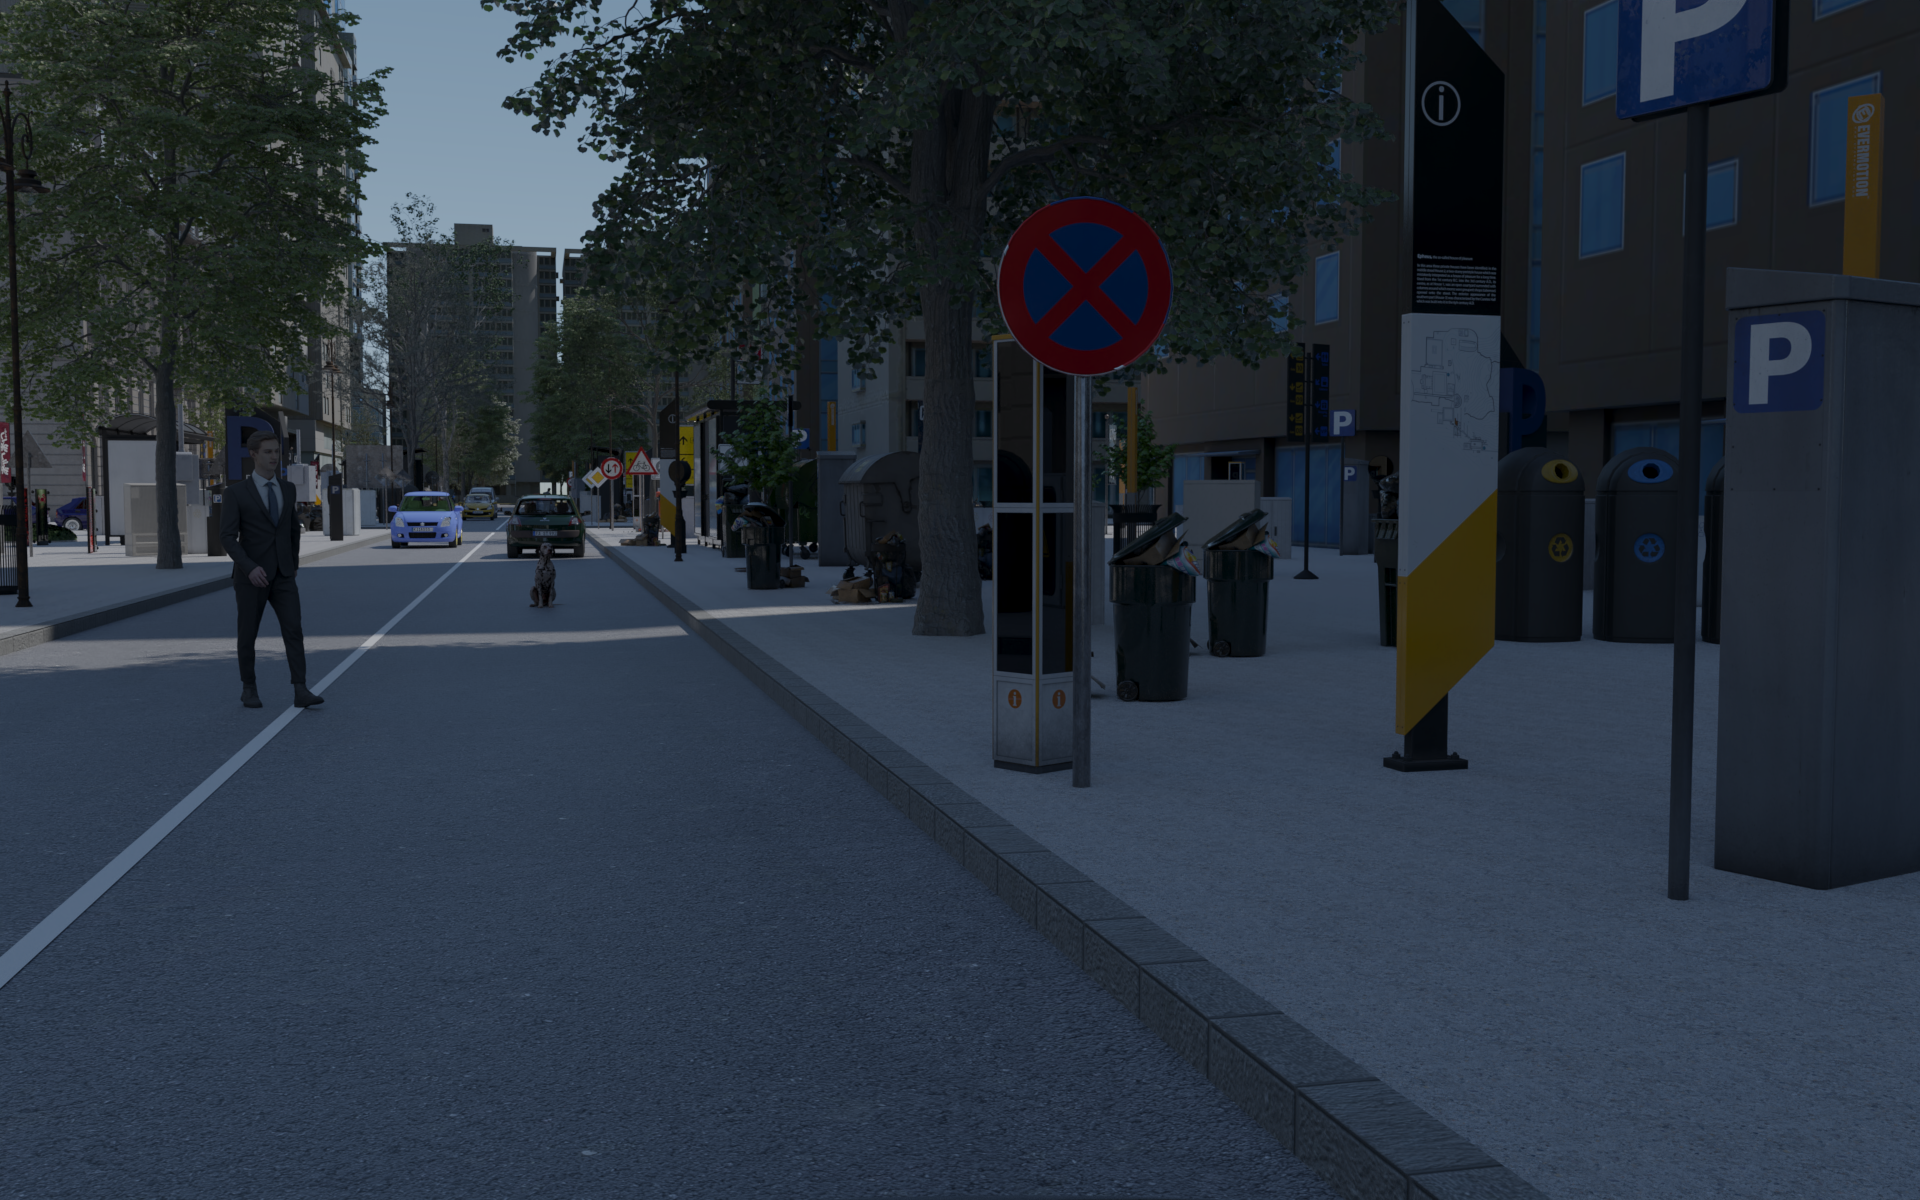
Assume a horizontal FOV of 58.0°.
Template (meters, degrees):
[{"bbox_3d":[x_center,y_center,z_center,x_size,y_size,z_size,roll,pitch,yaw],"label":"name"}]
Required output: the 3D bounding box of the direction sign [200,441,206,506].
[{"bbox_3d":[-32.322,-5.016,74.003,0.379,3.537,0.876,-1,4,-12],"label":"direction sign"}]

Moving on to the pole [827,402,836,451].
[{"bbox_3d":[-2.836,-2.722,38.340,0.158,3.312,0.155,0,3,0],"label":"pole"}]

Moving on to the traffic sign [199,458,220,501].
[{"bbox_3d":[-21.370,-2.886,49.319,0.606,2.300,0.079,-1,4,-11],"label":"traffic sign"}]

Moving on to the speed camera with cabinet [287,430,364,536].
[{"bbox_3d":[-19.601,-3.611,53.374,2.038,3.252,0.660,0,4,1],"label":"speed camera with cabinet"}]

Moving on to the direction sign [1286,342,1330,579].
[{"bbox_3d":[5.233,-2.085,26.084,0.876,3.537,0.379,-2,4,-35],"label":"direction sign"}]

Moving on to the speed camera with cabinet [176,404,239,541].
[{"bbox_3d":[-16.732,-2.713,38.697,2.038,3.252,0.660,-3,5,-43],"label":"speed camera with cabinet"}]

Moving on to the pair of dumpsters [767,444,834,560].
[{"bbox_3d":[-3.108,-2.037,35.793,1.574,2.255,4.437,-1,4,-14],"label":"pair of dumpsters"}]

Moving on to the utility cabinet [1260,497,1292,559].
[{"bbox_3d":[6.013,-1.408,34.190,1.020,1.237,0.306,0,4,-1],"label":"utility cabinet"}]

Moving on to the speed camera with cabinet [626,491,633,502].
[{"bbox_3d":[-18.890,-6.542,101.291,0.660,3.252,2.038,-2,4,-32],"label":"speed camera with cabinet"}]

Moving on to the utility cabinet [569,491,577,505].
[{"bbox_3d":[-28.317,-7.305,128.108,1.173,1.500,0.318,2,4,24],"label":"utility cabinet"}]

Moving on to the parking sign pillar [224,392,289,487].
[{"bbox_3d":[-17.713,-3.362,43.444,1.447,3.967,1.447,-1,4,-18],"label":"parking sign pillar"}]

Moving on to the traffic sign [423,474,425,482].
[{"bbox_3d":[-31.356,-6.128,100.291,0.768,2.556,0.104,-1,4,-12],"label":"traffic sign"}]

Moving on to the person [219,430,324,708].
[{"bbox_3d":[-4.579,-0.201,11.562,0.755,1.850,0.659,3,5,40],"label":"person"}]

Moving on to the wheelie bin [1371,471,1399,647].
[{"bbox_3d":[3.844,-0.398,14.422,0.693,1.594,0.980,-1,4,-14],"label":"wheelie bin"}]

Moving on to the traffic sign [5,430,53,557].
[{"bbox_3d":[-18.939,-2.156,35.249,0.884,2.594,0.081,-1,4,-10],"label":"traffic sign"}]

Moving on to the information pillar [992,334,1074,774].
[{"bbox_3d":[0.358,-0.218,8.058,0.304,2.012,0.304,-3,5,-43],"label":"information pillar"}]

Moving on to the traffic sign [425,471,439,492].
[{"bbox_3d":[-28.990,-5.814,95.164,0.768,2.556,0.104,-1,4,-8],"label":"traffic sign"}]

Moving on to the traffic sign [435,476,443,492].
[{"bbox_3d":[-36.945,-7.496,122.667,0.768,2.556,0.104,0,4,-7],"label":"traffic sign"}]

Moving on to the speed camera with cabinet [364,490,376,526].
[{"bbox_3d":[-24.479,-4.586,69.315,2.038,3.252,0.660,-3,5,-44],"label":"speed camera with cabinet"}]

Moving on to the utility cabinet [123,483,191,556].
[{"bbox_3d":[-16.522,-1.647,35.604,0.318,1.500,1.173,3,4,37],"label":"utility cabinet"}]

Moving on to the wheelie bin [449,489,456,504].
[{"bbox_3d":[-34.703,-6.675,117.046,0.980,1.594,0.693,3,4,37],"label":"wheelie bin"}]

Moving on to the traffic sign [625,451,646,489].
[{"bbox_3d":[-14.779,-5.416,82.427,2.265,3.308,0.079,-1,4,-9],"label":"traffic sign"}]

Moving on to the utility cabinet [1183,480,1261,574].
[{"bbox_3d":[4.126,-1.139,27.303,1.173,1.500,0.318,2,4,28],"label":"utility cabinet"}]

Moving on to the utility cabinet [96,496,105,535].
[{"bbox_3d":[-26.864,-2.625,54.076,1.020,1.237,0.306,3,5,40],"label":"utility cabinet"}]

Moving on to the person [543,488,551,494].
[{"bbox_3d":[-24.186,-5.671,101.406,0.592,1.802,0.473,1,4,9],"label":"person"}]

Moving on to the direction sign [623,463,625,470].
[{"bbox_3d":[-24.960,-8.279,127.359,0.876,3.537,0.379,2,4,25],"label":"direction sign"}]

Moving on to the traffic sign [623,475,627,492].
[{"bbox_3d":[-22.652,-7.179,117.480,0.768,2.556,0.104,0,4,-5],"label":"traffic sign"}]

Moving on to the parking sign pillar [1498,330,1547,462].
[{"bbox_3d":[8.701,-2.366,27.151,1.447,3.967,1.447,-3,5,-44],"label":"parking sign pillar"}]

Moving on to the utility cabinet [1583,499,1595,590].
[{"bbox_3d":[8.408,-0.743,23.308,1.020,1.237,0.306,-2,4,-35],"label":"utility cabinet"}]

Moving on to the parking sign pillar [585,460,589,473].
[{"bbox_3d":[-27.194,-8.469,126.934,1.447,3.967,1.447,-1,4,-22],"label":"parking sign pillar"}]

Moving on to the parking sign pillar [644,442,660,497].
[{"bbox_3d":[-14.237,-5.646,80.780,1.447,3.967,1.447,-2,4,-25],"label":"parking sign pillar"}]

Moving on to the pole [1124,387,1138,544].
[{"bbox_3d":[3.295,-2.404,33.153,0.158,3.312,0.155,0,3,0],"label":"pole"}]

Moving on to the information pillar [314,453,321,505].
[{"bbox_3d":[-36.906,-6.614,99.497,0.183,3.616,0.504,1,4,12],"label":"information pillar"}]

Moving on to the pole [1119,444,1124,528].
[{"bbox_3d":[6.091,-4.356,65.059,0.158,3.312,0.155,0,3,0],"label":"pole"}]

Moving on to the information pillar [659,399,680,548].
[{"bbox_3d":[-6.892,-3.051,41.244,0.504,3.616,0.183,0,4,4],"label":"information pillar"}]

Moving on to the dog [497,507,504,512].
[{"bbox_3d":[-37.277,-7.337,140.150,0.748,0.427,0.550,-2,4,-25],"label":"dog"}]

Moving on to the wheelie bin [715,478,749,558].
[{"bbox_3d":[-4.427,-1.652,34.913,0.980,1.594,0.693,-1,4,-15],"label":"wheelie bin"}]

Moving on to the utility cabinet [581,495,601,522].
[{"bbox_3d":[-17.107,-4.230,80.326,1.020,1.237,0.306,2,4,34],"label":"utility cabinet"}]

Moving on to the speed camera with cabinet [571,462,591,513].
[{"bbox_3d":[-21.710,-6.457,99.906,0.660,3.252,2.038,-3,4,-39],"label":"speed camera with cabinet"}]

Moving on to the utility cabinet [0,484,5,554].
[{"bbox_3d":[-20.872,-1.735,37.045,1.173,1.500,0.318,3,5,40],"label":"utility cabinet"}]

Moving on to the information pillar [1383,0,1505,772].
[{"bbox_3d":[2.259,-1.020,8.026,0.504,3.616,0.183,-1,4,-16],"label":"information pillar"}]

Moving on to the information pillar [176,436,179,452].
[{"bbox_3d":[-25.030,-3.896,55.060,0.183,3.616,0.504,2,4,29],"label":"information pillar"}]

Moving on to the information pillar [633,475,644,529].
[{"bbox_3d":[-11.678,-3.572,62.900,0.304,2.012,0.304,1,4,17],"label":"information pillar"}]

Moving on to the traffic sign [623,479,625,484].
[{"bbox_3d":[-22.903,-7.014,116.801,0.606,2.300,0.079,0,4,-5],"label":"traffic sign"}]

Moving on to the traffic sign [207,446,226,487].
[{"bbox_3d":[-19.924,-2.871,46.938,0.884,2.594,0.081,0,4,-8],"label":"traffic sign"}]

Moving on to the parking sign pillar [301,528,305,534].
[{"bbox_3d":[-21.952,-4.125,55.922,1.447,3.967,1.447,-2,4,-28],"label":"parking sign pillar"}]

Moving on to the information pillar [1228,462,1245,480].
[{"bbox_3d":[6.336,-2.154,39.702,0.304,2.012,0.304,2,4,26],"label":"information pillar"}]

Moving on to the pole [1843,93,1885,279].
[{"bbox_3d":[4.655,-0.927,8.993,0.158,3.312,0.155,0,3,0],"label":"pole"}]

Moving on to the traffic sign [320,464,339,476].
[{"bbox_3d":[-26.325,-4.418,72.335,0.768,2.556,0.104,-1,4,-11],"label":"traffic sign"}]

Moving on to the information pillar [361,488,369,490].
[{"bbox_3d":[-25.267,-4.228,73.615,0.304,2.012,0.304,-1,4,-22],"label":"information pillar"}]

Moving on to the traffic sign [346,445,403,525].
[{"bbox_3d":[-24.347,-4.784,72.091,2.265,3.308,0.079,-1,4,-9],"label":"traffic sign"}]

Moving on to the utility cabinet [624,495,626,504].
[{"bbox_3d":[-20.372,-5.690,104.196,1.020,1.237,0.306,-3,5,-43],"label":"utility cabinet"}]

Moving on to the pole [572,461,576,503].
[{"bbox_3d":[-23.724,-6.886,106.425,0.158,3.312,0.155,0,3,0],"label":"pole"}]

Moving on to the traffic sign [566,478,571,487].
[{"bbox_3d":[-29.319,-7.994,130.808,0.768,2.556,0.104,0,4,-4],"label":"traffic sign"}]

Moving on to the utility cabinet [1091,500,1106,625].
[{"bbox_3d":[0.902,-0.355,16.965,1.020,1.237,0.306,-1,4,-18],"label":"utility cabinet"}]

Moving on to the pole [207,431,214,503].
[{"bbox_3d":[-24.399,-3.827,56.414,0.158,3.312,0.155,0,3,0],"label":"pole"}]

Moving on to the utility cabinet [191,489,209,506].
[{"bbox_3d":[-33.604,-4.178,76.988,1.173,1.500,0.318,-3,5,-41],"label":"utility cabinet"}]

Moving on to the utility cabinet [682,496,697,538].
[{"bbox_3d":[-7.706,-2.401,50.425,1.020,1.237,0.306,2,4,25],"label":"utility cabinet"}]

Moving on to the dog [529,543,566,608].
[{"bbox_3d":[-5.217,-0.321,22.079,0.513,0.831,0.800,1,4,19],"label":"dog"}]
